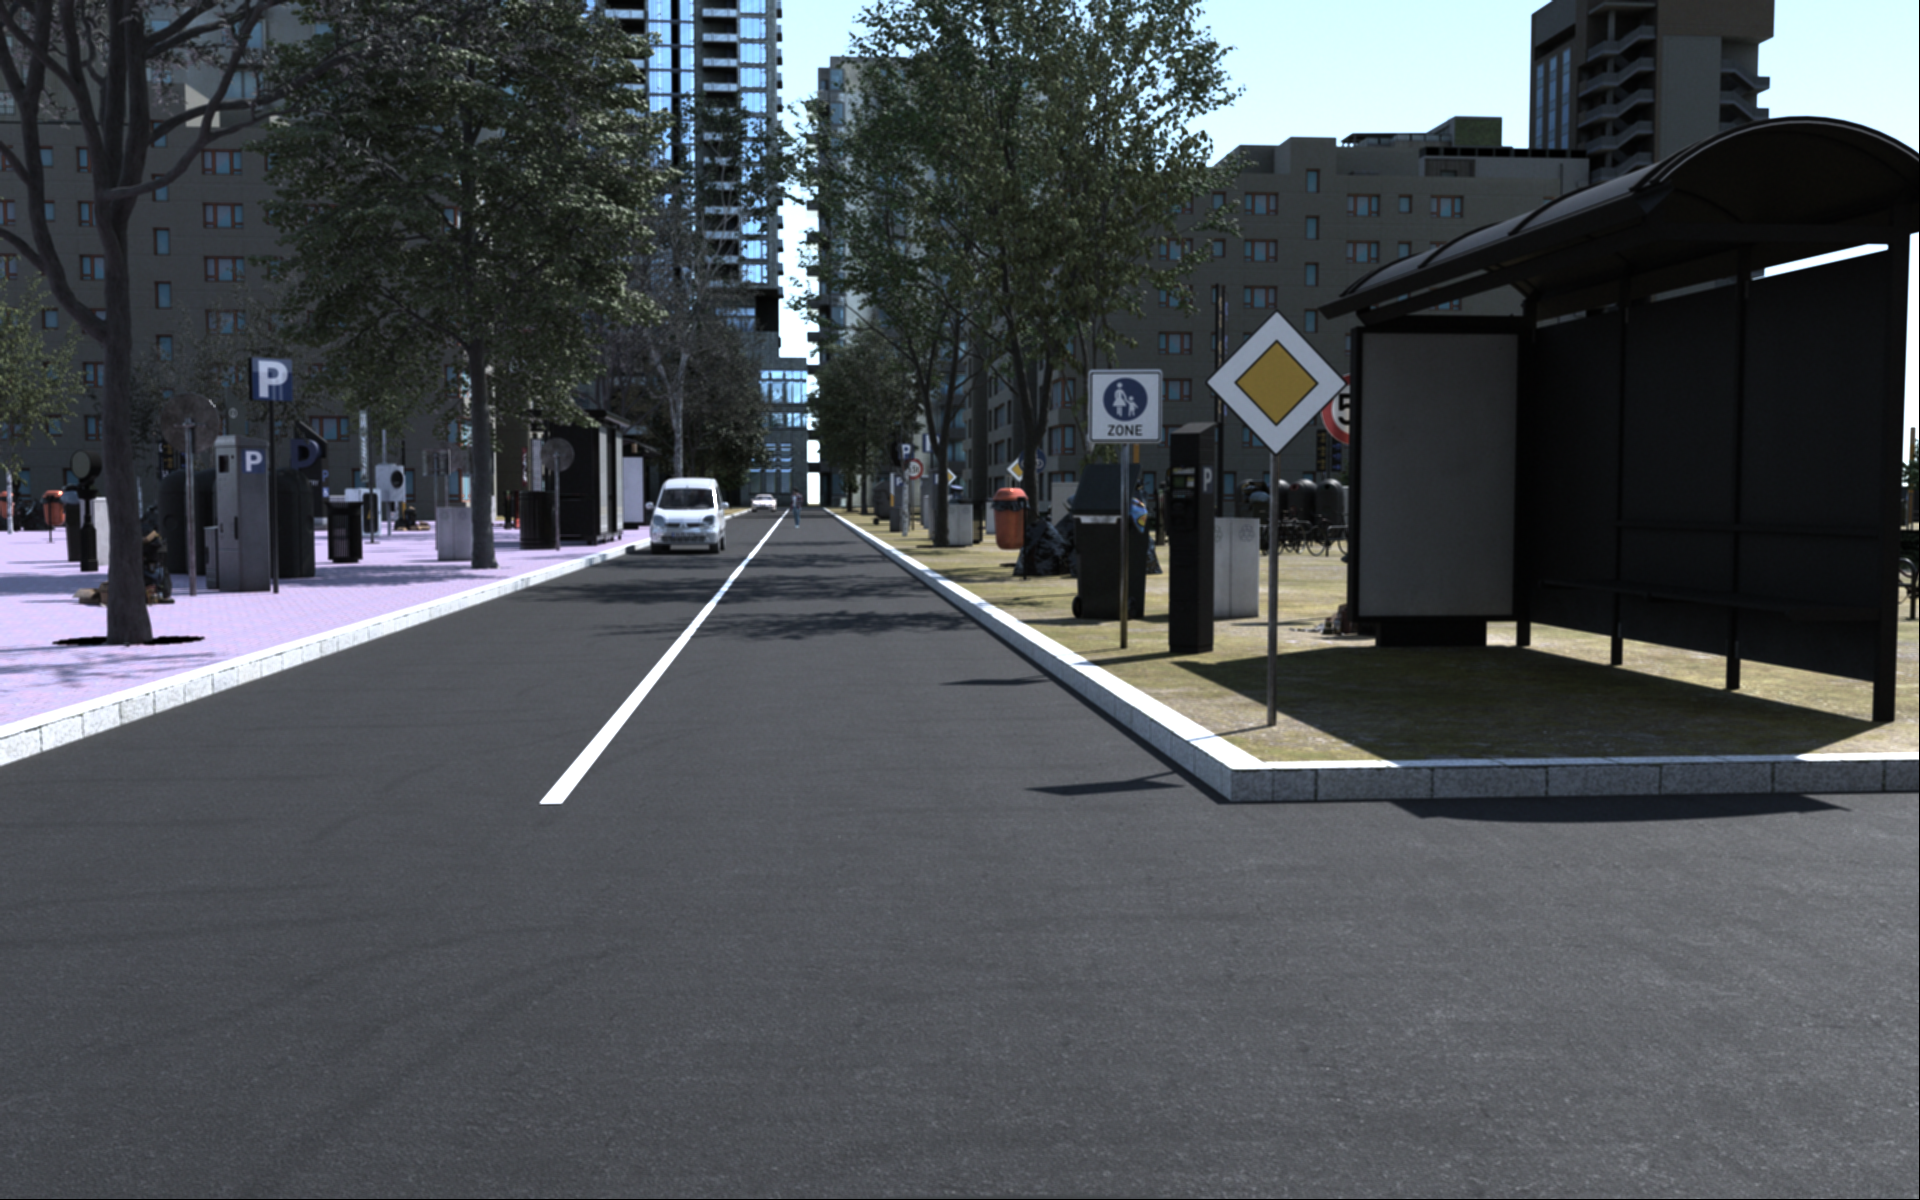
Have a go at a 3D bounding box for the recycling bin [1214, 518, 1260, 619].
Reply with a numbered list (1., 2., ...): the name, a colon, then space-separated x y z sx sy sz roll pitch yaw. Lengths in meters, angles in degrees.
1. recycling bin: 2.671 -0.346 18.208 0.722 1.027 0.722 -1 4 -19

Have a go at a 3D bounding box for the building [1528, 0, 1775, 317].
1. building: 57.807 -30.391 146.995 14.200 45.320 14.600 0 4 -5

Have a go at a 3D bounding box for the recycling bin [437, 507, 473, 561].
1. recycling bin: -9.657 -1.287 33.590 0.722 1.027 0.722 1 4 9

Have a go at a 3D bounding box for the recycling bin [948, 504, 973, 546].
1. recycling bin: -0.096 -1.856 42.897 0.722 1.027 0.722 -1 4 -10

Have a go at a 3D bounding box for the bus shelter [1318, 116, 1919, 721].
1. bus shelter: 4.284 -1.109 12.056 2.014 3.302 5.546 0 4 -5

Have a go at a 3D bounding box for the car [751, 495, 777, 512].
1. car: -15.854 -7.813 140.101 2.083 1.381 4.827 0 4 -3

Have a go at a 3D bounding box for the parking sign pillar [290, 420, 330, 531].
1. parking sign pillar: -22.865 -4.429 60.879 1.447 3.967 1.447 1 4 16

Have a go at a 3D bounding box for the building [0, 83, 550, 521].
1. building: -38.918 -15.351 96.033 27.650 21.520 28.899 0 4 -5

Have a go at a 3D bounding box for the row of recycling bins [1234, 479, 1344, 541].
1. row of recycling bins: 9.272 -2.553 48.850 3.534 1.692 1.069 3 5 44

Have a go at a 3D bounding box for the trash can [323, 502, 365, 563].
1. trash can: -11.496 -1.267 32.369 0.748 1.137 0.748 0 3 0

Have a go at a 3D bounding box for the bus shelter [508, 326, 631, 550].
1. bus shelter: -9.926 -4.070 44.169 2.179 5.291 8.768 0 4 -5

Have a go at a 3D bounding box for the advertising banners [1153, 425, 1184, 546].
1. advertising banners: 5.356 -2.893 43.489 0.090 3.025 2.074 2 4 33

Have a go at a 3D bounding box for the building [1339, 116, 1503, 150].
1. building: 49.797 -30.995 190.370 14.086 41.232 14.154 0 4 -5

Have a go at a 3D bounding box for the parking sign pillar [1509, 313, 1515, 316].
1. parking sign pillar: 7.760 -2.318 26.365 1.447 3.967 1.447 2 4 29

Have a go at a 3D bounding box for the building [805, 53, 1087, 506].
1. building: -1.633 -34.926 190.640 30.456 49.044 23.786 0 4 -5

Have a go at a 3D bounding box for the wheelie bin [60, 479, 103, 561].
1. wheelie bin: -16.797 -1.543 33.141 0.693 1.594 0.980 -1 4 -23

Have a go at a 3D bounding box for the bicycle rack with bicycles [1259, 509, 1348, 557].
1. bicycle rack with bicycles: 7.259 -1.425 36.681 2.852 0.926 2.925 3 5 44

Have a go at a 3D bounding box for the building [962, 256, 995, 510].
1. building: 15.298 -17.859 137.031 27.650 21.520 28.899 0 4 -5

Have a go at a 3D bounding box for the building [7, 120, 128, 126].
1. building: -68.312 -22.385 137.699 14.107 30.474 14.160 0 4 -5

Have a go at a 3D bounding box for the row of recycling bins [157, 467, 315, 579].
1. row of recycling bins: -11.477 -1.238 27.350 3.534 1.692 1.069 2 4 35

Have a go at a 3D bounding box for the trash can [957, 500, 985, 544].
1. trash can: 0.279 -2.013 44.568 0.748 1.137 0.748 0 3 0

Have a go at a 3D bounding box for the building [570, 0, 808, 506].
1. building: -32.182 -53.424 186.146 31.000 86.520 22.319 0 4 -5

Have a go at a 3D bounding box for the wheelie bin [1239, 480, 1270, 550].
1. wheelie bin: 6.880 -1.969 40.099 0.693 1.594 0.980 -1 4 -23

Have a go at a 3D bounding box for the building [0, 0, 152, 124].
1. building: -84.730 -36.462 185.393 27.495 52.752 28.713 0 4 -5

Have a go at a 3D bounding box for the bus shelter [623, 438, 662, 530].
1. bus shelter: -12.403 -4.349 65.036 2.014 3.302 5.546 0 4 -5

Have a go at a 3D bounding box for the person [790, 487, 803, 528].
1. person: -6.963 -3.948 73.893 0.563 1.720 0.643 2 4 29

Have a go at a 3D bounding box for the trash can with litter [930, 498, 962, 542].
1. trash can with litter: -0.285 -2.119 46.040 0.624 1.170 1.055 3 4 36

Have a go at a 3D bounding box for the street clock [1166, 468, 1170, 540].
1. street clock: 5.882 -2.647 47.853 0.358 2.002 0.471 -1 4 -16

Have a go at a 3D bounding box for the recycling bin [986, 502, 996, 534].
1. recycling bin: 1.261 -2.634 55.614 0.722 1.027 0.722 1 4 15

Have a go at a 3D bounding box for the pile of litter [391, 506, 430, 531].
1. pile of litter: -19.161 -2.869 60.869 1.719 0.858 1.176 -2 4 -30

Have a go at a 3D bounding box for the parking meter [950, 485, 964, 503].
1. parking meter: -0.086 -2.417 47.921 0.372 1.533 0.369 0 3 0

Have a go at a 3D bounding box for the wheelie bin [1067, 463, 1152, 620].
1. wheelie bin: 1.550 -0.612 17.914 0.980 1.594 0.693 2 4 31

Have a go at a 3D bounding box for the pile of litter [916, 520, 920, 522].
1. pile of litter: -1.303 -4.022 79.730 1.176 0.858 1.719 -2 4 -32

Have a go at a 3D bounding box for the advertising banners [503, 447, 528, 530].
1. advertising banners: -16.265 -4.117 63.499 0.090 3.025 2.074 1 4 11

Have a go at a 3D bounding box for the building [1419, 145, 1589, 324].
1. building: 43.574 -22.977 147.382 14.107 30.474 14.160 0 4 -5

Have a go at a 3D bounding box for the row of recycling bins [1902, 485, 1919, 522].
1. row of recycling bins: 43.997 -4.432 79.574 1.069 1.692 3.534 0 4 -4

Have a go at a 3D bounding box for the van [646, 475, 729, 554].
1. van: -6.716 -2.196 42.919 2.013 2.044 4.112 0 4 -5

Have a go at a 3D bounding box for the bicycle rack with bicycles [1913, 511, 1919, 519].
1. bicycle rack with bicycles: 38.109 -3.283 67.057 2.852 0.926 2.925 0 4 0

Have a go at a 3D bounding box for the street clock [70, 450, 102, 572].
1. street clock: -14.440 -1.474 28.667 0.471 2.002 0.358 2 4 23

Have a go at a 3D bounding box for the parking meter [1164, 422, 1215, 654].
1. parking meter: 1.876 -0.508 14.015 0.255 1.863 0.399 2 4 32

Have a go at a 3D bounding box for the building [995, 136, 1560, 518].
1. building: 17.747 -16.101 108.289 27.650 21.520 28.899 0 4 -5

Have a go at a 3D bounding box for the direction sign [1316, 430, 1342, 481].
1. direction sign: 12.944 -4.209 60.817 0.876 3.537 0.379 0 4 -1

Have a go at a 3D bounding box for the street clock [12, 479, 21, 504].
1. street clock: -39.705 -4.180 72.905 0.358 2.002 0.471 -1 4 -16

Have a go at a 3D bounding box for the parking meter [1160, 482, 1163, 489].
1. parking meter: 9.456 -4.574 80.496 0.255 1.863 0.399 2 4 31

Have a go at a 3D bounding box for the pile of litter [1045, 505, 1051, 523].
1. pile of litter: 4.095 -3.531 71.702 1.176 0.858 1.719 2 4 34

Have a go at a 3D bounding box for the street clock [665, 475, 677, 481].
1. street clock: -10.860 -3.706 65.170 0.471 2.002 0.358 3 4 38

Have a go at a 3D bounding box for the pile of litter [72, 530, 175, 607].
1. pile of litter: -9.822 -0.392 20.379 1.176 0.858 1.719 -1 4 -10

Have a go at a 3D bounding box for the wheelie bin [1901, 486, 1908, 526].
1. wheelie bin: 38.078 -3.808 70.174 0.693 1.594 0.980 -3 4 -39

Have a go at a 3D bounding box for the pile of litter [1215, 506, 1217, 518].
1. pile of litter: 9.712 -3.320 68.253 1.719 0.858 1.176 -3 4 -38

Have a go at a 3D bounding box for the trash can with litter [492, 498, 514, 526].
1. trash can with litter: -18.416 -3.590 69.761 1.678 1.210 2.233 2 4 35

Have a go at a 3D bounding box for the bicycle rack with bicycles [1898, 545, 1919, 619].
1. bicycle rack with bicycles: 8.708 -0.310 18.449 2.852 0.926 2.925 -1 4 -20

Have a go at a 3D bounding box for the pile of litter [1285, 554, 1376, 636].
1. pile of litter: 3.904 -0.123 15.972 1.176 0.858 1.719 -3 4 -38

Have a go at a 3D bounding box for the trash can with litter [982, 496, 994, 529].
1. trash can with litter: 1.508 -3.191 63.234 2.233 1.210 1.678 -3 5 -39

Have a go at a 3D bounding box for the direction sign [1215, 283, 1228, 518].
1. direction sign: 2.878 -1.659 19.123 0.379 3.537 0.876 1 4 15

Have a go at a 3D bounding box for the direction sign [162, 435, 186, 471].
1. direction sign: -26.195 -4.035 57.973 0.876 3.537 0.379 -1 4 -21

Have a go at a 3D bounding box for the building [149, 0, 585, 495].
1. building: -45.165 -31.446 133.753 30.456 49.044 23.786 0 4 -5
